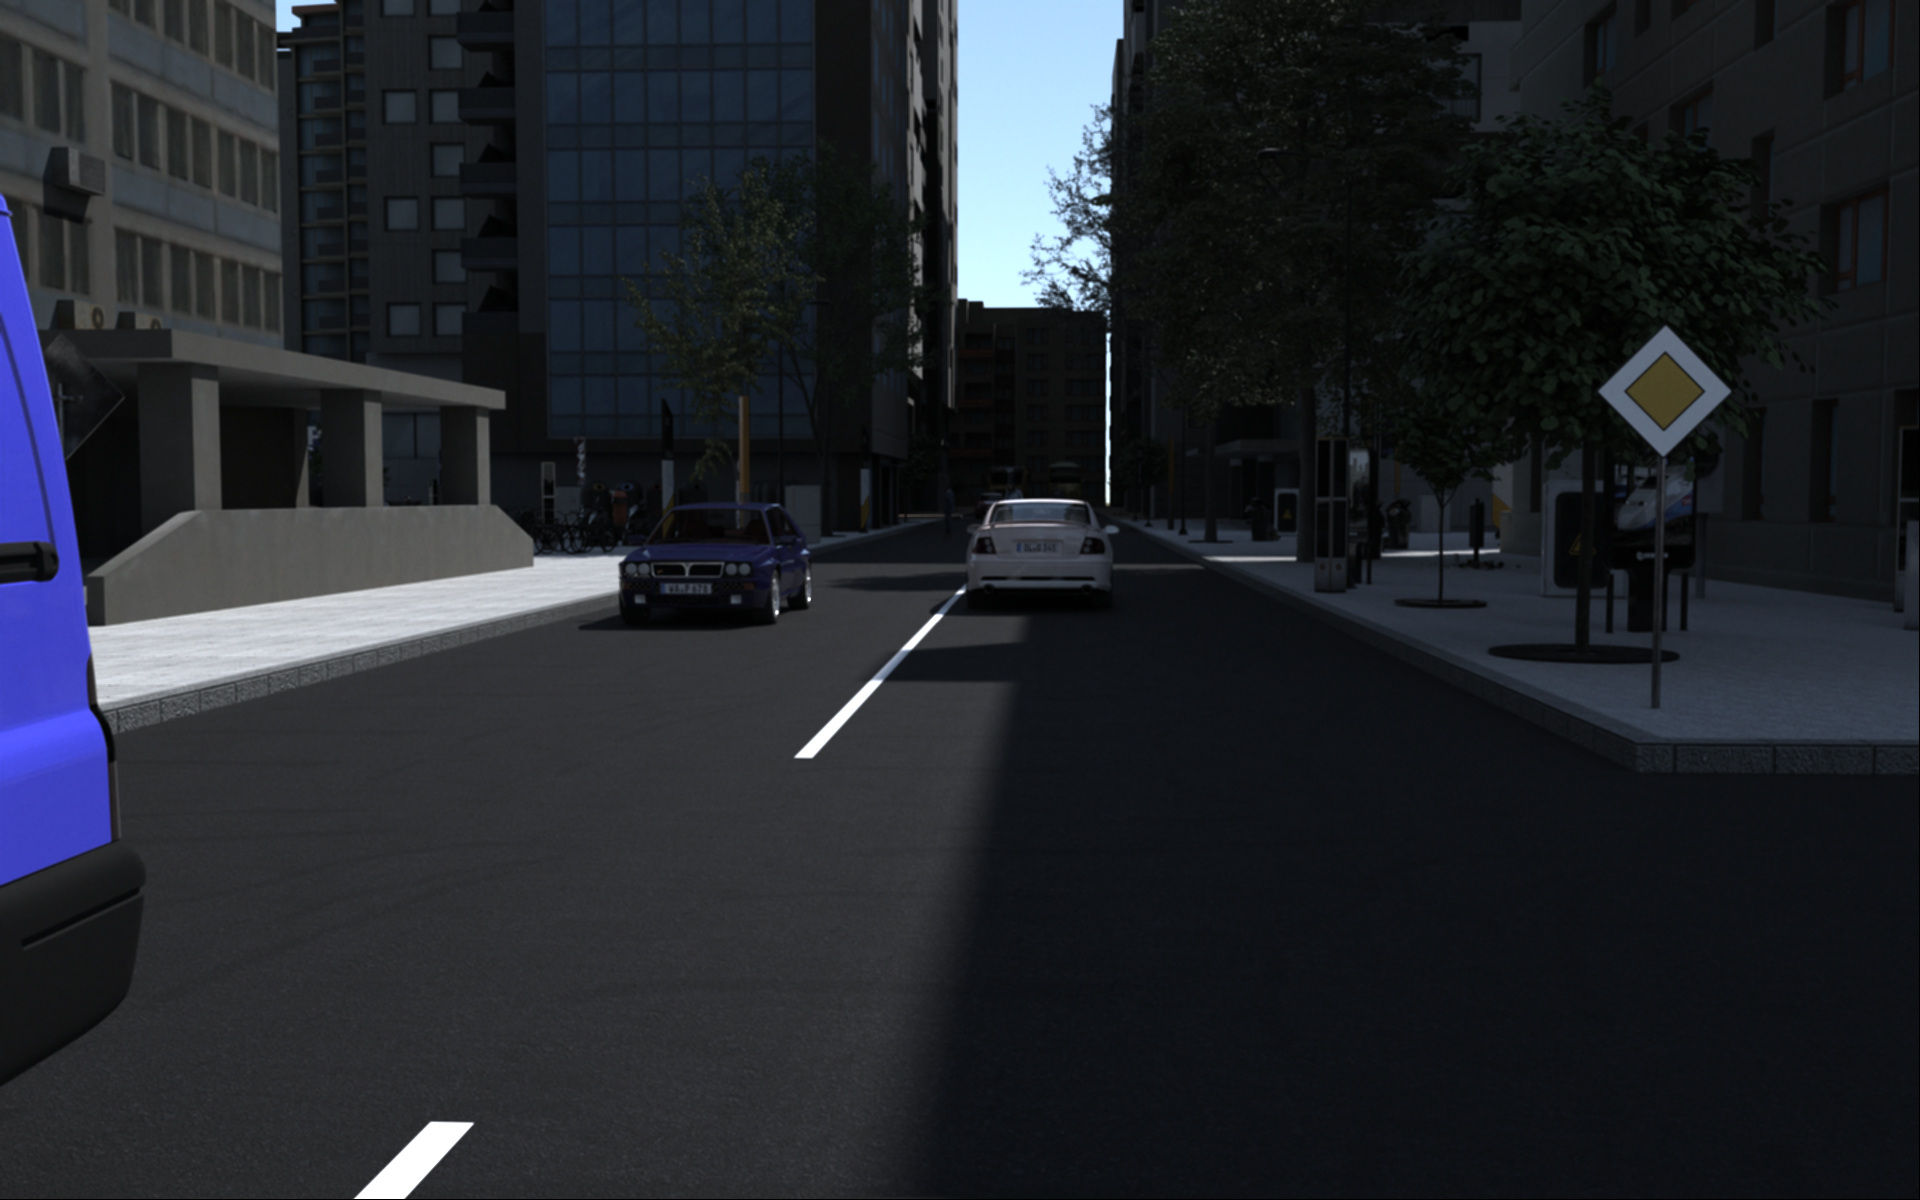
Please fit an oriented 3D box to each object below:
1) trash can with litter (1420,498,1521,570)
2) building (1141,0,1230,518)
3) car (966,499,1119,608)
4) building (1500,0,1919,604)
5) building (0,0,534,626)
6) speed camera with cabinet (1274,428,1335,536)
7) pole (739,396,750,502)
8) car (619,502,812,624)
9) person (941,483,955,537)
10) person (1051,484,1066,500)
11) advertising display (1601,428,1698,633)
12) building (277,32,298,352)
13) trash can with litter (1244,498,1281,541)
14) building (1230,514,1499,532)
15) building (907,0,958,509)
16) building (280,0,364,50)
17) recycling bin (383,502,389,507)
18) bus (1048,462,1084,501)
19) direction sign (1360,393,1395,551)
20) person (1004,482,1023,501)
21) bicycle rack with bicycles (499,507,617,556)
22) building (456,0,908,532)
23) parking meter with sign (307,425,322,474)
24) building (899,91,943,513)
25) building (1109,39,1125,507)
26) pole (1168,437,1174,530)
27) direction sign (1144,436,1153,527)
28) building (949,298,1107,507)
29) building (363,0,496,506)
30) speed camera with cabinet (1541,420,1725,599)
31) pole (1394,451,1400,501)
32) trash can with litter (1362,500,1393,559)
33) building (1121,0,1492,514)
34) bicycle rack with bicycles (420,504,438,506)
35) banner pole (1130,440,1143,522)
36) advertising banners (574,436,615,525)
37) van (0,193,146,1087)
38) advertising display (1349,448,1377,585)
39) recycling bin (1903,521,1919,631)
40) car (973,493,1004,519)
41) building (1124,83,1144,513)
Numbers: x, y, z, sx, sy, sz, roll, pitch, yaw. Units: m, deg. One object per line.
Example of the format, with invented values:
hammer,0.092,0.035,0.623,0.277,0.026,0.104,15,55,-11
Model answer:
trash can with litter,8.916,-1.170,30.194,1.678,1.210,2.233,1,4,14
building,21.482,-34.307,102.923,21.231,58.520,28.212,0,4,3
car,1.098,-0.661,23.170,2.083,1.381,4.827,0,4,4
building,25.595,-10.886,23.028,28.899,21.520,27.650,0,4,3
building,-24.007,-20.275,23.381,32.217,40.220,23.993,0,4,3
speed camera with cabinet,10.531,-3.544,52.284,2.038,3.252,0.660,3,4,37
pole,-4.501,-2.589,36.173,0.158,3.312,0.155,0,3,0
car,-2.805,-0.474,20.333,1.945,1.354,3.894,0,4,3
person,-0.378,-2.997,57.683,0.419,1.800,0.721,-1,4,-9
person,3.999,-3.777,70.067,0.655,1.846,0.447,1,4,16
advertising display,6.407,-0.666,16.095,0.974,1.923,0.123,-1,4,-19
building,-63.186,-28.939,156.748,14.086,41.232,14.154,0,4,3
trash can with litter,8.287,-2.196,47.293,0.624,1.170,1.055,3,5,41
building,23.520,-29.401,69.948,28.713,52.752,27.495,0,4,3
building,-13.851,-34.093,146.666,27.495,52.752,28.713,0,4,3
building,-41.818,-30.396,151.595,28.867,44.769,22.147,0,4,3
recycling bin,-17.490,-2.444,52.520,0.722,1.027,0.722,0,4,-2
bus,8.028,-8.574,131.732,2.896,3.916,12.252,0,4,4
direction sign,9.363,-2.867,38.865,0.876,3.537,0.379,3,5,44
person,1.633,-2.571,50.803,0.793,1.790,0.793,0,4,-5
bicycle rack with bicycles,-8.750,-1.481,37.598,2.925,0.926,2.852,-3,5,-42
building,-9.454,-25.343,64.467,14.600,45.320,14.200,0,4,3
parking meter with sign,-16.259,-2.959,44.647,0.543,3.016,1.738,0,4,1
building,-8.692,-21.398,121.562,14.160,30.474,14.107,0,4,3
building,26.185,-33.899,177.945,21.600,48.544,21.300,0,4,3
pole,7.567,-4.174,62.085,0.158,3.312,0.155,0,3,0
direction sign,7.447,-4.673,68.401,0.379,3.537,0.876,0,4,1
building,0.699,-20.761,184.487,28.899,21.520,27.650,0,4,3
building,-16.385,-31.270,100.508,28.713,52.752,27.495,0,4,3
speed camera with cabinet,8.248,-1.647,21.266,2.038,3.252,0.660,1,4,17
pole,14.482,-3.885,57.368,0.158,3.312,0.155,0,3,0
trash can with litter,7.912,-1.399,34.262,0.624,1.170,1.055,-2,4,-26
building,27.538,-33.992,145.000,28.713,52.752,27.495,0,4,3
bicycle rack with bicycles,-20.143,-3.053,63.295,2.852,0.926,2.925,1,4,10
banner pole,8.271,-5.542,80.627,0.401,3.779,0.863,3,5,42
advertising banners,-10.898,-3.419,52.082,2.074,3.025,0.090,3,4,37
van,-2.683,0.209,0.973,2.240,2.365,5.245,0,4,1
advertising display,5.635,-1.204,24.892,0.123,1.923,0.974,-1,4,-22
recycling bin,9.392,-0.226,16.252,0.722,1.027,0.722,-3,4,-37
car,1.860,-5.686,102.009,2.155,1.783,4.494,0,4,4
building,18.914,-21.613,125.071,14.160,30.474,14.107,0,4,3
